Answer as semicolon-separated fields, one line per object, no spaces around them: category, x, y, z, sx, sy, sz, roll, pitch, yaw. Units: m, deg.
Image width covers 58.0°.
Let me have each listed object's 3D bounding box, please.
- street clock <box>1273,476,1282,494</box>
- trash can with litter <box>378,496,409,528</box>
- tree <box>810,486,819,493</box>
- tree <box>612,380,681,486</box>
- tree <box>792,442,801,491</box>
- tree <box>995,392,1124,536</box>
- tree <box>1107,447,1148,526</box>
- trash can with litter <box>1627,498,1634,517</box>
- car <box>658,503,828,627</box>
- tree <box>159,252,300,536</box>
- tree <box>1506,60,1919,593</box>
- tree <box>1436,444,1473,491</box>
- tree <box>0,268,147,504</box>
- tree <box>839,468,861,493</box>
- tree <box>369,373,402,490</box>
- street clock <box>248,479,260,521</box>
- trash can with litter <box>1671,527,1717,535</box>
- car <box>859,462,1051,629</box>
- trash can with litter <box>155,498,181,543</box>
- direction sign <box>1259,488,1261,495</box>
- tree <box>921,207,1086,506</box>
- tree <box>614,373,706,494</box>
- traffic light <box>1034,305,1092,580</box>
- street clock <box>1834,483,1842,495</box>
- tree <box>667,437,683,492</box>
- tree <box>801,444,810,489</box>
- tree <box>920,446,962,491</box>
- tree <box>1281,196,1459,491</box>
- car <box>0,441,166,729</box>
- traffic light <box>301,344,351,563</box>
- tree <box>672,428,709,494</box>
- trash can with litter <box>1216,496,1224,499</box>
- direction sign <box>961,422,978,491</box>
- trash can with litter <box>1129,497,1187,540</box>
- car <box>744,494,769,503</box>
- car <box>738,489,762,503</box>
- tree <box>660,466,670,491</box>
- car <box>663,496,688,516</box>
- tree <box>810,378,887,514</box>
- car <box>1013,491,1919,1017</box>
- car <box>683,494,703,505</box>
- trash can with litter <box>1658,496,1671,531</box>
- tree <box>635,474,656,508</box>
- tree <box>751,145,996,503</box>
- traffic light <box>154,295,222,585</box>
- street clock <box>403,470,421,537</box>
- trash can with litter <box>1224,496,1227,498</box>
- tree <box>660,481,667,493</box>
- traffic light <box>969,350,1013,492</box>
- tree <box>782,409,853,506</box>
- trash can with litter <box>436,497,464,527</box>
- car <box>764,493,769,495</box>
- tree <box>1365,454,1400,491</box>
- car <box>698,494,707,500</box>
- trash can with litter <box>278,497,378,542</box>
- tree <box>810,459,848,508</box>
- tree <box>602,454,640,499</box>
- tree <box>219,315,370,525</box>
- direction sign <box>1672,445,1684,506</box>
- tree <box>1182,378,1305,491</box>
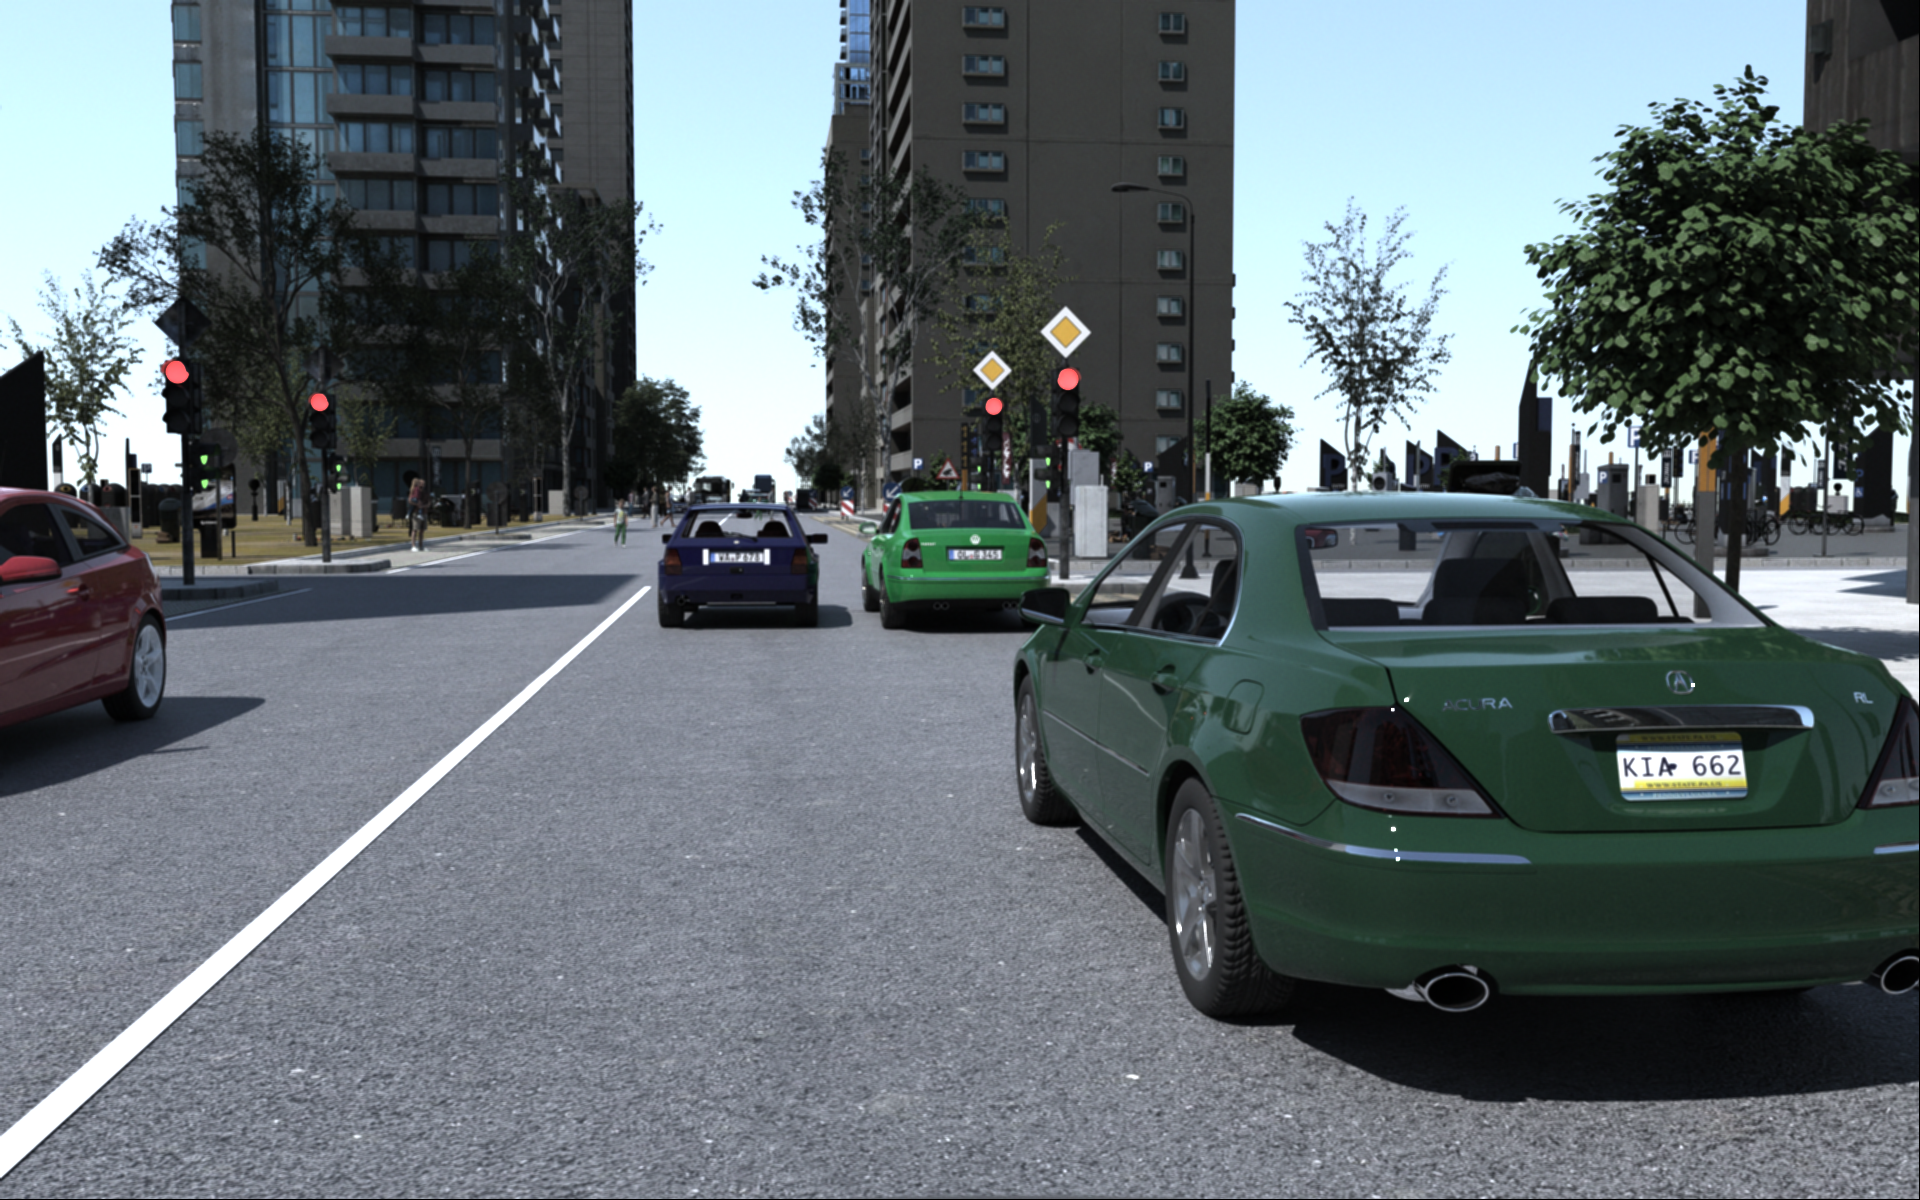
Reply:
street clock;12.973;-4.054;70.852;0.358;2.002;0.471;1;4;19
trash can with litter;-21.687;-3.355;65.905;2.233;1.210;1.678;0;4;-2
tree;-18.556;-13.982;223.205;1.663;3.219;1.824;0;3;0
tree;-31.729;-15.523;171.928;7.486;12.596;7.792;0;3;0
tree;-20.103;-17.077;229.565;4.360;8.622;3.978;0;3;0
tree;2.663;-4.523;57.672;4.285;4.588;4.351;0;3;0
tree;6.661;-4.659;70.770;1.663;3.219;1.824;0;3;0
trash can with litter;37.981;-5.311;98.221;1.055;1.170;0.624;1;4;14
car;-2.500;-0.455;20.025;1.945;1.354;3.894;0;4;-5
tree;-22.660;-6.304;53.428;4.360;8.622;3.978;0;3;0
tree;5.958;-1.801;13.167;4.285;4.588;4.351;0;3;0
tree;19.485;-4.481;67.872;1.663;3.219;1.824;0;3;0
tree;-28.245;-6.436;55.595;4.737;8.622;4.395;0;3;0
tree;-8.087;-8.151;127.865;1.663;3.219;1.824;0;3;0
tree;-35.824;-9.367;103.505;4.737;8.622;4.395;0;3;0
street clock;-33.797;-4.796;82.981;0.358;2.002;0.471;2;4;33
trash can with litter;23.650;-2.671;54.725;1.678;1.210;2.233;2;4;32
car;-0.133;-0.676;19.855;1.959;1.807;4.718;0;4;-7
trash can with litter;-20.687;-2.078;45.354;0.624;1.170;1.055;-1;4;-11
direction sign;9.855;-3.969;56.886;0.379;3.537;0.876;1;4;20
tree;1.337;-5.731;44.069;4.737;8.622;4.395;0;3;0
tree;-31.892;-16.913;183.176;9.857;13.997;8.962;0;3;0
traffic light;1.550;-2.265;25.951;0.839;4.253;0.868;0;4;-7
street clock;58.211;-6.747;114.887;0.358;2.002;0.471;-1;4;-21
tree;-34.839;-15.732;207.576;4.737;8.622;4.395;0;3;0
tree;-12.878;-13.407;169.567;4.360;8.622;3.978;0;3;0
tree;-0.871;-4.519;68.482;1.663;3.219;1.824;0;3;0
tree;10.230;-5.712;43.750;4.360;8.622;3.978;0;3;0
car;-5.863;-0.027;9.481;2.155;1.783;4.494;0;4;-7
traffic light;-11.866;-2.658;32.386;0.839;4.253;0.868;0;4;-7
tree;-42.362;-20.767;265.290;9.928;11.665;9.643;0;3;0
trash can with litter;13.335;-4.821;90.203;1.055;1.170;0.624;-3;4;-36
direction sign;0.295;-3.837;54.724;0.379;3.537;0.876;-2;4;-34
trash can with litter;3.799;-1.380;33.953;0.624;1.170;1.055;-3;4;-36
car;-13.769;-6.555;118.969;2.131;1.459;4.920;0;4;-8
car;-17.557;-8.393;145.903;2.281;1.827;5.304;-1;4;-9
tree;-34.007;-15.050;196.423;4.360;8.622;3.978;0;3;0
car;-18.448;-6.141;112.990;1.945;1.354;3.894;0;4;-8
tree;-6.289;-9.678;108.604;4.360;8.622;3.978;0;3;0
car;1.361;0.338;6.272;2.131;1.459;4.920;0;4;-7
car;-22.075;-7.968;142.067;2.131;1.459;4.920;0;4;-6
trash can with litter;24.473;-3.089;61.563;2.233;1.210;1.678;0;4;5
tree;-29.562;-10.248;162.157;1.663;3.219;1.824;0;3;0
tree;-4.769;-14.605;94.684;12.611;20.169;13.585;0;3;0
traffic light;-10.922;-2.173;24.457;0.839;4.253;0.868;0;4;-7
street clock;-16.466;-2.905;52.059;0.471;2.002;0.358;0;4;-4
trash can with litter;15.902;-5.560;101.963;2.233;1.210;1.678;1;4;8
tree;-35.025;-12.744;202.962;1.663;3.219;1.824;0;3;0
traffic light;0.606;-2.750;33.880;0.839;4.253;0.868;0;4;-7
tree;-15.627;-15.720;191.432;8.767;10.594;7.601;0;4;3
trash can with litter;-19.624;-3.387;66.759;0.624;1.170;1.055;2;4;33
car;-24.020;-12.459;212.745;2.155;1.783;4.494;0;4;-7
tree;20.273;-5.410;83.059;1.663;3.219;1.824;0;3;0
car;-22.648;-8.307;147.611;2.131;1.459;4.920;-1;4;-9
trash can with litter;-17.387;-2.229;47.504;2.233;1.210;1.678;0;4;-5
tree;-13.907;-11.909;178.424;4.285;4.588;4.351;0;3;0
tree;-27.375;-9.533;139.572;4.285;4.588;4.351;0;3;0
tree;-27.521;-7.346;70.476;4.737;8.622;4.395;0;3;0
direction sign;33.538;-5.441;80.959;0.876;3.537;0.379;-3;4;-38
tree;8.021;-3.982;48.818;4.285;4.588;4.351;0;3;0
